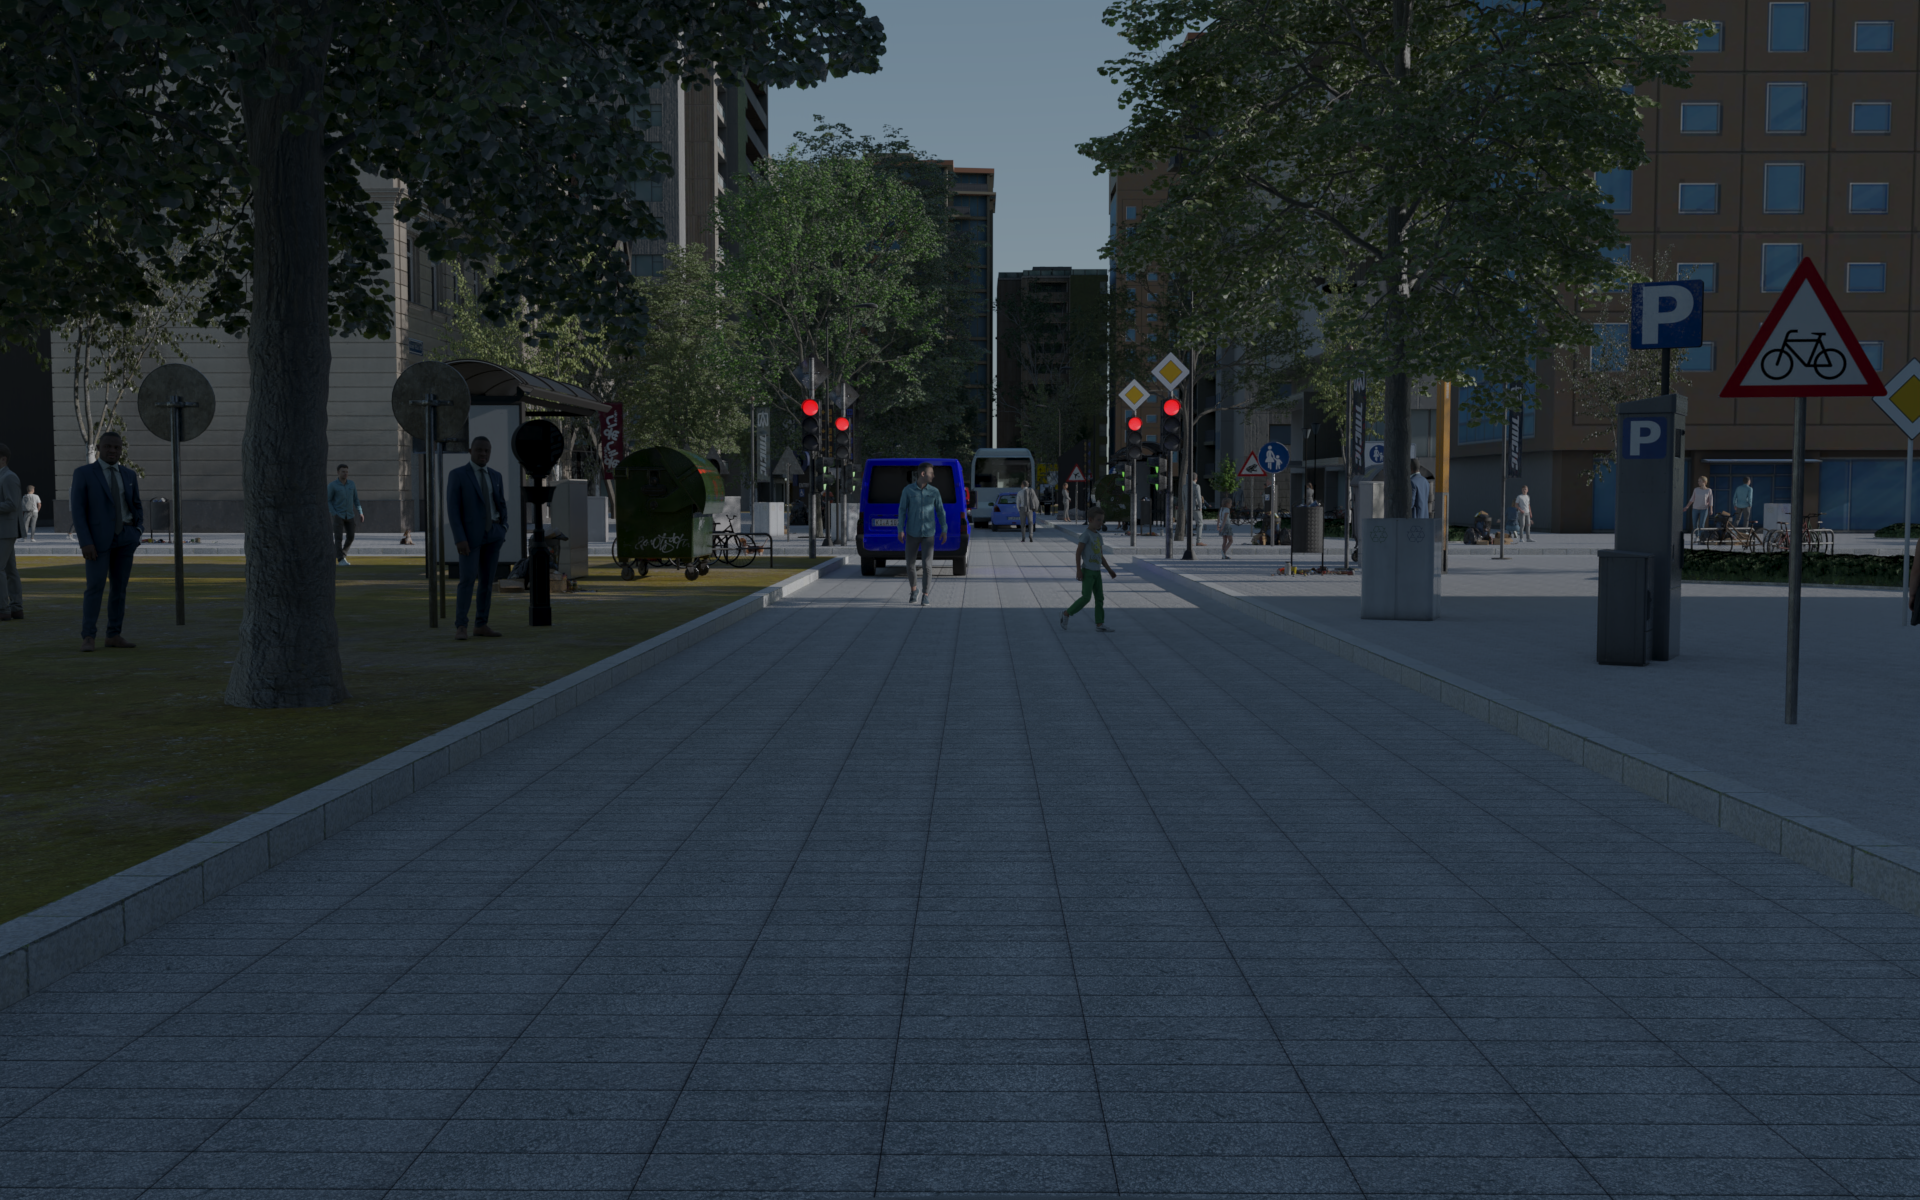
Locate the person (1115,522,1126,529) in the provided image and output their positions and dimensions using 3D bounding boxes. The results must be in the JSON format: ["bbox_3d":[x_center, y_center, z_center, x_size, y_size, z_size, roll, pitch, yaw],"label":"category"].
[{"bbox_3d":[5.789,-3.454,62.870,0.532,1.782,0.716,-3,5,-43],"label":"person"}]

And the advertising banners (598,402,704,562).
[{"bbox_3d":[-5.861,-2.237,32.758,2.074,3.025,0.090,0,4,8],"label":"advertising banners"}]

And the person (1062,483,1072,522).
[{"bbox_3d":[4.952,-4.476,79.501,0.573,1.790,0.520,-1,4,-21],"label":"person"}]

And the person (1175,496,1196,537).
[{"bbox_3d":[6.850,-2.788,51.398,0.755,1.850,0.659,-3,5,-43],"label":"person"}]

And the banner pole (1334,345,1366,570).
[{"bbox_3d":[6.588,-2.381,28.953,0.401,3.779,0.863,-1,4,-13],"label":"banner pole"}]

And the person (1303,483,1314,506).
[{"bbox_3d":[15.917,-4.472,79.438,0.520,1.790,0.573,-2,4,-24],"label":"person"}]

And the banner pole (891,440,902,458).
[{"bbox_3d":[-2.702,-5.124,73.798,0.863,3.779,0.401,-3,4,-36],"label":"banner pole"}]

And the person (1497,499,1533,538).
[{"bbox_3d":[16.200,-2.402,50.813,1.012,1.151,0.738,3,4,38],"label":"person"}]

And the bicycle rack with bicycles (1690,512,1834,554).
[{"bbox_3d":[15.705,-1.227,33.446,2.925,0.926,2.852,-2,4,-25],"label":"bicycle rack with bicycles"}]

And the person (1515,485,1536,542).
[{"bbox_3d":[15.114,-2.305,46.326,0.523,1.515,0.503,3,4,36],"label":"person"}]

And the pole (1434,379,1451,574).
[{"bbox_3d":[7.719,-2.072,27.721,0.158,3.312,0.155,0,3,0],"label":"pole"}]

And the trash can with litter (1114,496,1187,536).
[{"bbox_3d":[5.616,-2.596,53.495,1.678,1.210,2.233,-2,4,-28],"label":"trash can with litter"}]

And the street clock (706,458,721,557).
[{"bbox_3d":[-5.071,-1.867,35.097,0.358,2.002,0.471,2,4,27],"label":"street clock"}]

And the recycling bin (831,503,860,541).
[{"bbox_3d":[-3.056,-2.142,47.570,0.722,1.027,0.722,3,5,44],"label":"recycling bin"}]

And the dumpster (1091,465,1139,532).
[{"bbox_3d":[5.323,-3.490,59.559,1.502,2.255,1.985,0,4,0],"label":"dumpster"}]

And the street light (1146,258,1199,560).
[{"bbox_3d":[3.930,-3.733,33.579,1.470,5.913,1.316,0,4,1],"label":"street light"}]

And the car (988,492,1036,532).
[{"bbox_3d":[2.059,-3.520,67.139,1.945,1.707,3.694,0,4,0],"label":"car"}]

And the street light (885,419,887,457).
[{"bbox_3d":[-2.421,-5.916,69.269,1.470,5.913,1.316,0,4,1],"label":"street light"}]

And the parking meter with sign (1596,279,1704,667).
[{"bbox_3d":[5.382,-1.058,13.564,0.543,3.016,1.738,2,4,30],"label":"parking meter with sign"}]

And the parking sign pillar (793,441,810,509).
[{"bbox_3d":[-7.020,-5.511,78.576,1.447,3.967,1.447,1,4,15],"label":"parking sign pillar"}]

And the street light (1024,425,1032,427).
[{"bbox_3d":[4.919,-8.843,117.131,1.470,5.913,1.316,0,4,1],"label":"street light"}]

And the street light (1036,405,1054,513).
[{"bbox_3d":[4.633,-7.199,90.250,1.470,5.913,1.316,0,4,1],"label":"street light"}]

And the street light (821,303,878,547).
[{"bbox_3d":[-2.700,-4.265,42.268,1.470,5.913,1.316,0,4,1],"label":"street light"}]

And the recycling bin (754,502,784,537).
[{"bbox_3d":[-5.813,-2.436,52.389,0.722,1.027,0.722,2,4,33],"label":"recycling bin"}]

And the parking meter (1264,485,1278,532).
[{"bbox_3d":[8.928,-2.528,49.740,0.372,1.533,0.369,0,3,0],"label":"parking meter"}]

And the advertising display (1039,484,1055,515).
[{"bbox_3d":[5.305,-6.118,105.247,0.974,1.923,0.123,0,4,-7],"label":"advertising display"}]

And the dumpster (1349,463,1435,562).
[{"bbox_3d":[7.998,-1.608,32.045,1.264,1.857,1.865,0,4,0],"label":"dumpster"}]

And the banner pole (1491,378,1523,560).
[{"bbox_3d":[10.703,-2.671,33.687,0.401,3.779,0.863,-1,4,-15],"label":"banner pole"}]

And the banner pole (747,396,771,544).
[{"bbox_3d":[-5.122,-3.309,44.127,0.863,3.779,0.401,3,4,38],"label":"banner pole"}]

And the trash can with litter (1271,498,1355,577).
[{"bbox_3d":[5.955,-1.014,27.630,2.233,1.210,1.678,0,4,-2],"label":"trash can with litter"}]

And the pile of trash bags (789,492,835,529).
[{"bbox_3d":[-5.408,-3.724,70.642,3.447,1.369,1.912,1,4,20],"label":"pile of trash bags"}]

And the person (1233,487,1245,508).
[{"bbox_3d":[16.993,-6.083,105.620,0.709,1.813,0.853,0,4,5],"label":"person"}]

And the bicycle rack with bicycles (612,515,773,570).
[{"bbox_3d":[-4.702,-1.039,30.367,2.925,0.926,2.852,-2,4,-32],"label":"bicycle rack with bicycles"}]

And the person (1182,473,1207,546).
[{"bbox_3d":[5.763,-2.242,42.801,0.635,1.810,0.391,3,5,41],"label":"person"}]

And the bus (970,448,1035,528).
[{"bbox_3d":[1.842,-4.975,76.202,2.948,3.499,13.247,0,4,1],"label":"bus"}]

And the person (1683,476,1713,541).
[{"bbox_3d":[19.103,-2.331,44.826,0.731,1.740,0.598,2,4,29],"label":"person"}]

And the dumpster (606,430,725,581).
[{"bbox_3d":[-4.453,-1.454,26.269,1.502,2.255,1.985,0,4,1],"label":"dumpster"}]

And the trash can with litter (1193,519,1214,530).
[{"bbox_3d":[8.033,-3.103,61.799,1.678,1.210,2.233,-3,5,-40],"label":"trash can with litter"}]

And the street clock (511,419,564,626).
[{"bbox_3d":[-4.098,-0.751,16.850,0.471,2.002,0.358,-2,4,-25],"label":"street clock"}]

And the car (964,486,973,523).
[{"bbox_3d":[-0.296,-4.803,87.207,2.281,1.827,5.304,0,4,1],"label":"car"}]

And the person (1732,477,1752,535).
[{"bbox_3d":[24.344,-2.928,53.941,0.620,1.820,0.660,-2,4,-35],"label":"person"}]

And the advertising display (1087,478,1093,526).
[{"bbox_3d":[5.268,-3.982,70.312,0.123,1.923,0.974,0,4,-2],"label":"advertising display"}]

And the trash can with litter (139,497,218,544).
[{"bbox_3d":[-20.601,-2.093,45.277,2.233,1.210,1.678,0,4,6],"label":"trash can with litter"}]

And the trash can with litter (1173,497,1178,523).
[{"bbox_3d":[9.488,-4.026,77.213,0.624,1.170,1.055,1,4,13],"label":"trash can with litter"}]

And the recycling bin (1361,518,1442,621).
[{"bbox_3d":[4.565,-0.327,17.900,0.722,1.027,0.722,1,4,22],"label":"recycling bin"}]

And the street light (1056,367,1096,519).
[{"bbox_3d":[4.367,-5.551,63.303,1.470,5.913,1.316,0,4,1],"label":"street light"}]

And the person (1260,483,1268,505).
[{"bbox_3d":[14.592,-4.686,82.842,0.466,1.800,0.511,1,4,9],"label":"person"}]

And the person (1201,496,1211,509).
[{"bbox_3d":[16.327,-6.394,116.077,1.012,1.151,0.738,0,4,8],"label":"person"}]

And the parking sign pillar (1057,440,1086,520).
[{"bbox_3d":[5.518,-5.944,85.649,1.447,3.967,1.447,1,4,18],"label":"parking sign pillar"}]

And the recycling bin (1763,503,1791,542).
[{"bbox_3d":[21.949,-2.062,46.263,0.722,1.027,0.722,3,5,43],"label":"recycling bin"}]
